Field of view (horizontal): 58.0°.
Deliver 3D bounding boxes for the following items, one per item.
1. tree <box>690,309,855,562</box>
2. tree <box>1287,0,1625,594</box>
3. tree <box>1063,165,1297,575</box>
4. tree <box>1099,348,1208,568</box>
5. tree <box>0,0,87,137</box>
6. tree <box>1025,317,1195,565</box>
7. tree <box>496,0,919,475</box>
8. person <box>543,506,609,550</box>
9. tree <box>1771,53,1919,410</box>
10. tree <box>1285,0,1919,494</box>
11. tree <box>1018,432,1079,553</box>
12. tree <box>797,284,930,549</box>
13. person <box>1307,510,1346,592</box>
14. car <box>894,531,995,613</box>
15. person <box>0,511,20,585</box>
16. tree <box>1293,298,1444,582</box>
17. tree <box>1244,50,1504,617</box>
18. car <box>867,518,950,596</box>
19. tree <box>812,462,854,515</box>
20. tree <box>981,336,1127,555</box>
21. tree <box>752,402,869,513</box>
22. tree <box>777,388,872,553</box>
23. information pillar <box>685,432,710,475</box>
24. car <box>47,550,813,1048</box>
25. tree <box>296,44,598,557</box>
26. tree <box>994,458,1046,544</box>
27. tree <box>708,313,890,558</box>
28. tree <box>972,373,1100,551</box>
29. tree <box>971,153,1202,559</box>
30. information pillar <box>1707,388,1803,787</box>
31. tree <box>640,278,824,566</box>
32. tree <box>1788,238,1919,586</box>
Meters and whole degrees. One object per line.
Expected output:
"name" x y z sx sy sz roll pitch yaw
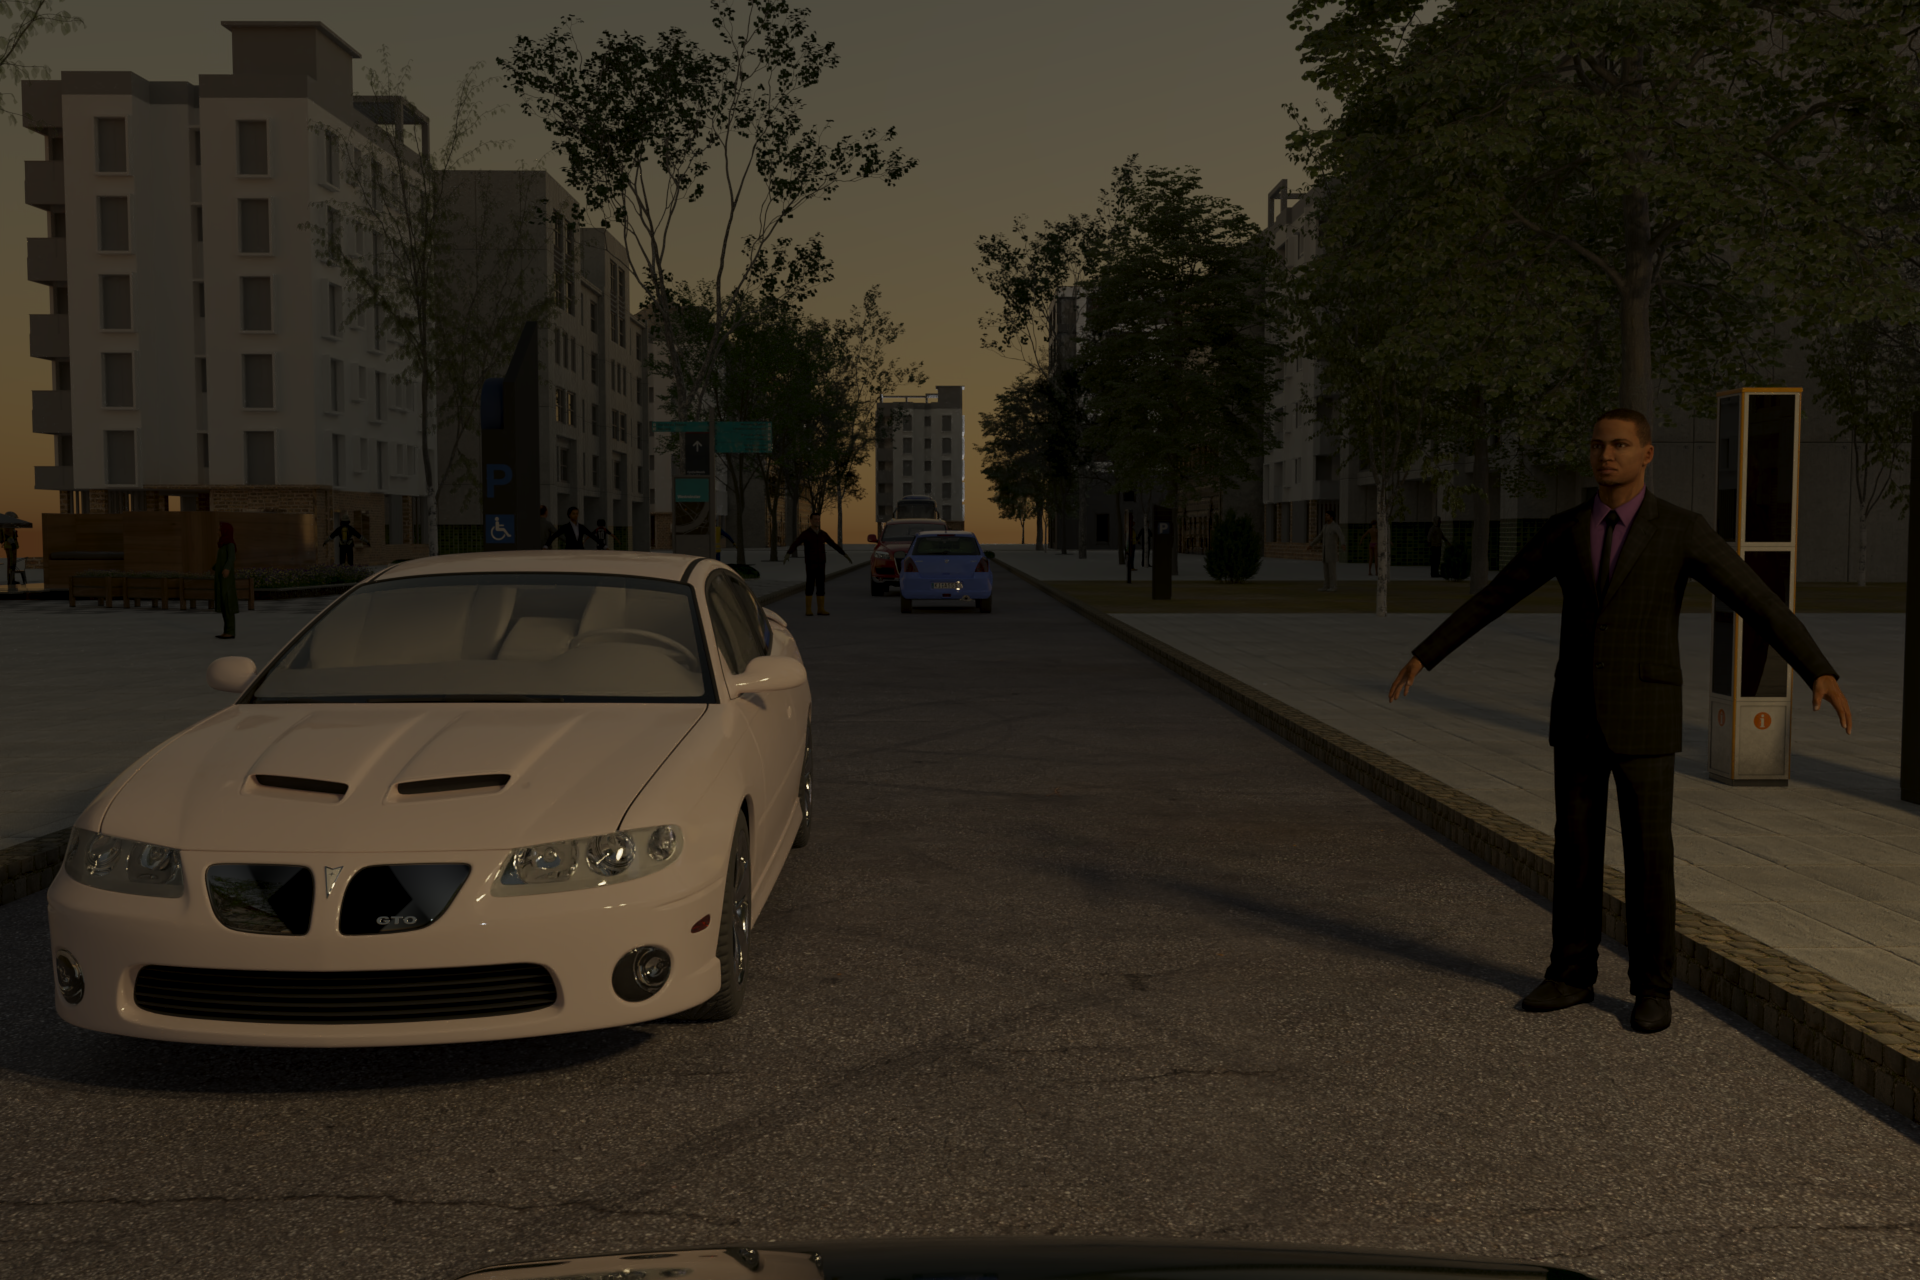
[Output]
"tree" -8.742 -9.457 80.378 9.928 11.665 9.643 0 3 0
"tree" 10.674 -7.246 36.601 7.486 12.596 7.792 0 3 0
"tree" 6.841 -8.310 53.996 7.486 12.596 7.792 0 3 0
"tree" 7.028 -7.042 65.492 4.360 8.622 3.978 0 3 0
"tree" -9.017 -3.775 12.085 4.360 8.622 3.978 0 3 0
"tree" 6.506 -8.455 72.650 7.601 10.594 8.767 1 4 19
"tree" -8.121 -12.204 55.426 12.611 20.169 13.585 0 3 0
"person" -6.391 -1.353 28.840 1.216 1.740 0.721 -2 4 -31
"tree" 21.235 -7.555 33.890 12.009 13.543 11.850 0 3 0
"tree" 6.554 -6.032 16.756 7.486 12.596 7.792 0 3 0
"tree" 5.620 -10.261 118.122 4.360 8.622 3.978 0 3 0
"tree" -8.707 -16.898 132.163 12.611 20.169 13.585 0 3 0
"person" 8.234 -1.987 38.678 0.705 1.806 1.347 -2 4 -24
"car" -0.288 -1.410 32.647 1.945 1.707 3.694 0 4 -2
"person" -24.121 -2.344 44.087 0.705 1.858 1.354 -2 4 -26
"tree" 11.146 -5.834 45.744 4.737 8.622 4.395 0 3 0
"tree" 6.472 -4.653 26.437 4.737 8.622 4.395 0 3 0
"car" -1.053 -2.015 41.611 2.281 1.827 5.304 0 3 0
"tree" -18.358 -18.986 220.785 12.009 13.543 11.850 0 3 0
"tree" 6.399 -12.080 107.880 12.009 13.543 11.850 0 3 0
"tree" -9.084 -10.543 106.790 7.601 10.594 8.767 2 4 25
"tree" -9.486 -11.749 117.849 9.928 11.665 9.643 0 3 0
"information pillar" -6.492 -3.299 43.311 0.750 3.857 0.750 0 4 0
"car" -1.588 0.352 6.603 2.083 1.381 4.827 0 4 -1
"tree" -8.516 -4.691 27.058 4.360 8.622 3.978 0 3 0
"tree" 7.919 -18.009 220.202 9.928 11.665 9.643 0 3 0
"tree" -9.016 -11.228 93.950 12.009 13.543 11.850 0 3 0
"tree" 6.046 -13.875 133.505 9.857 13.997 8.962 0 3 0
"tree" 6.526 -14.196 87.989 12.611 20.169 13.585 0 3 0
"information pillar" 4.064 -0.268 8.873 0.304 2.012 0.304 0 3 0
"tree" -9.048 -8.860 70.619 9.928 11.665 9.643 0 3 0
"tree" 22.334 -5.621 42.262 4.737 8.622 4.395 0 3 0
